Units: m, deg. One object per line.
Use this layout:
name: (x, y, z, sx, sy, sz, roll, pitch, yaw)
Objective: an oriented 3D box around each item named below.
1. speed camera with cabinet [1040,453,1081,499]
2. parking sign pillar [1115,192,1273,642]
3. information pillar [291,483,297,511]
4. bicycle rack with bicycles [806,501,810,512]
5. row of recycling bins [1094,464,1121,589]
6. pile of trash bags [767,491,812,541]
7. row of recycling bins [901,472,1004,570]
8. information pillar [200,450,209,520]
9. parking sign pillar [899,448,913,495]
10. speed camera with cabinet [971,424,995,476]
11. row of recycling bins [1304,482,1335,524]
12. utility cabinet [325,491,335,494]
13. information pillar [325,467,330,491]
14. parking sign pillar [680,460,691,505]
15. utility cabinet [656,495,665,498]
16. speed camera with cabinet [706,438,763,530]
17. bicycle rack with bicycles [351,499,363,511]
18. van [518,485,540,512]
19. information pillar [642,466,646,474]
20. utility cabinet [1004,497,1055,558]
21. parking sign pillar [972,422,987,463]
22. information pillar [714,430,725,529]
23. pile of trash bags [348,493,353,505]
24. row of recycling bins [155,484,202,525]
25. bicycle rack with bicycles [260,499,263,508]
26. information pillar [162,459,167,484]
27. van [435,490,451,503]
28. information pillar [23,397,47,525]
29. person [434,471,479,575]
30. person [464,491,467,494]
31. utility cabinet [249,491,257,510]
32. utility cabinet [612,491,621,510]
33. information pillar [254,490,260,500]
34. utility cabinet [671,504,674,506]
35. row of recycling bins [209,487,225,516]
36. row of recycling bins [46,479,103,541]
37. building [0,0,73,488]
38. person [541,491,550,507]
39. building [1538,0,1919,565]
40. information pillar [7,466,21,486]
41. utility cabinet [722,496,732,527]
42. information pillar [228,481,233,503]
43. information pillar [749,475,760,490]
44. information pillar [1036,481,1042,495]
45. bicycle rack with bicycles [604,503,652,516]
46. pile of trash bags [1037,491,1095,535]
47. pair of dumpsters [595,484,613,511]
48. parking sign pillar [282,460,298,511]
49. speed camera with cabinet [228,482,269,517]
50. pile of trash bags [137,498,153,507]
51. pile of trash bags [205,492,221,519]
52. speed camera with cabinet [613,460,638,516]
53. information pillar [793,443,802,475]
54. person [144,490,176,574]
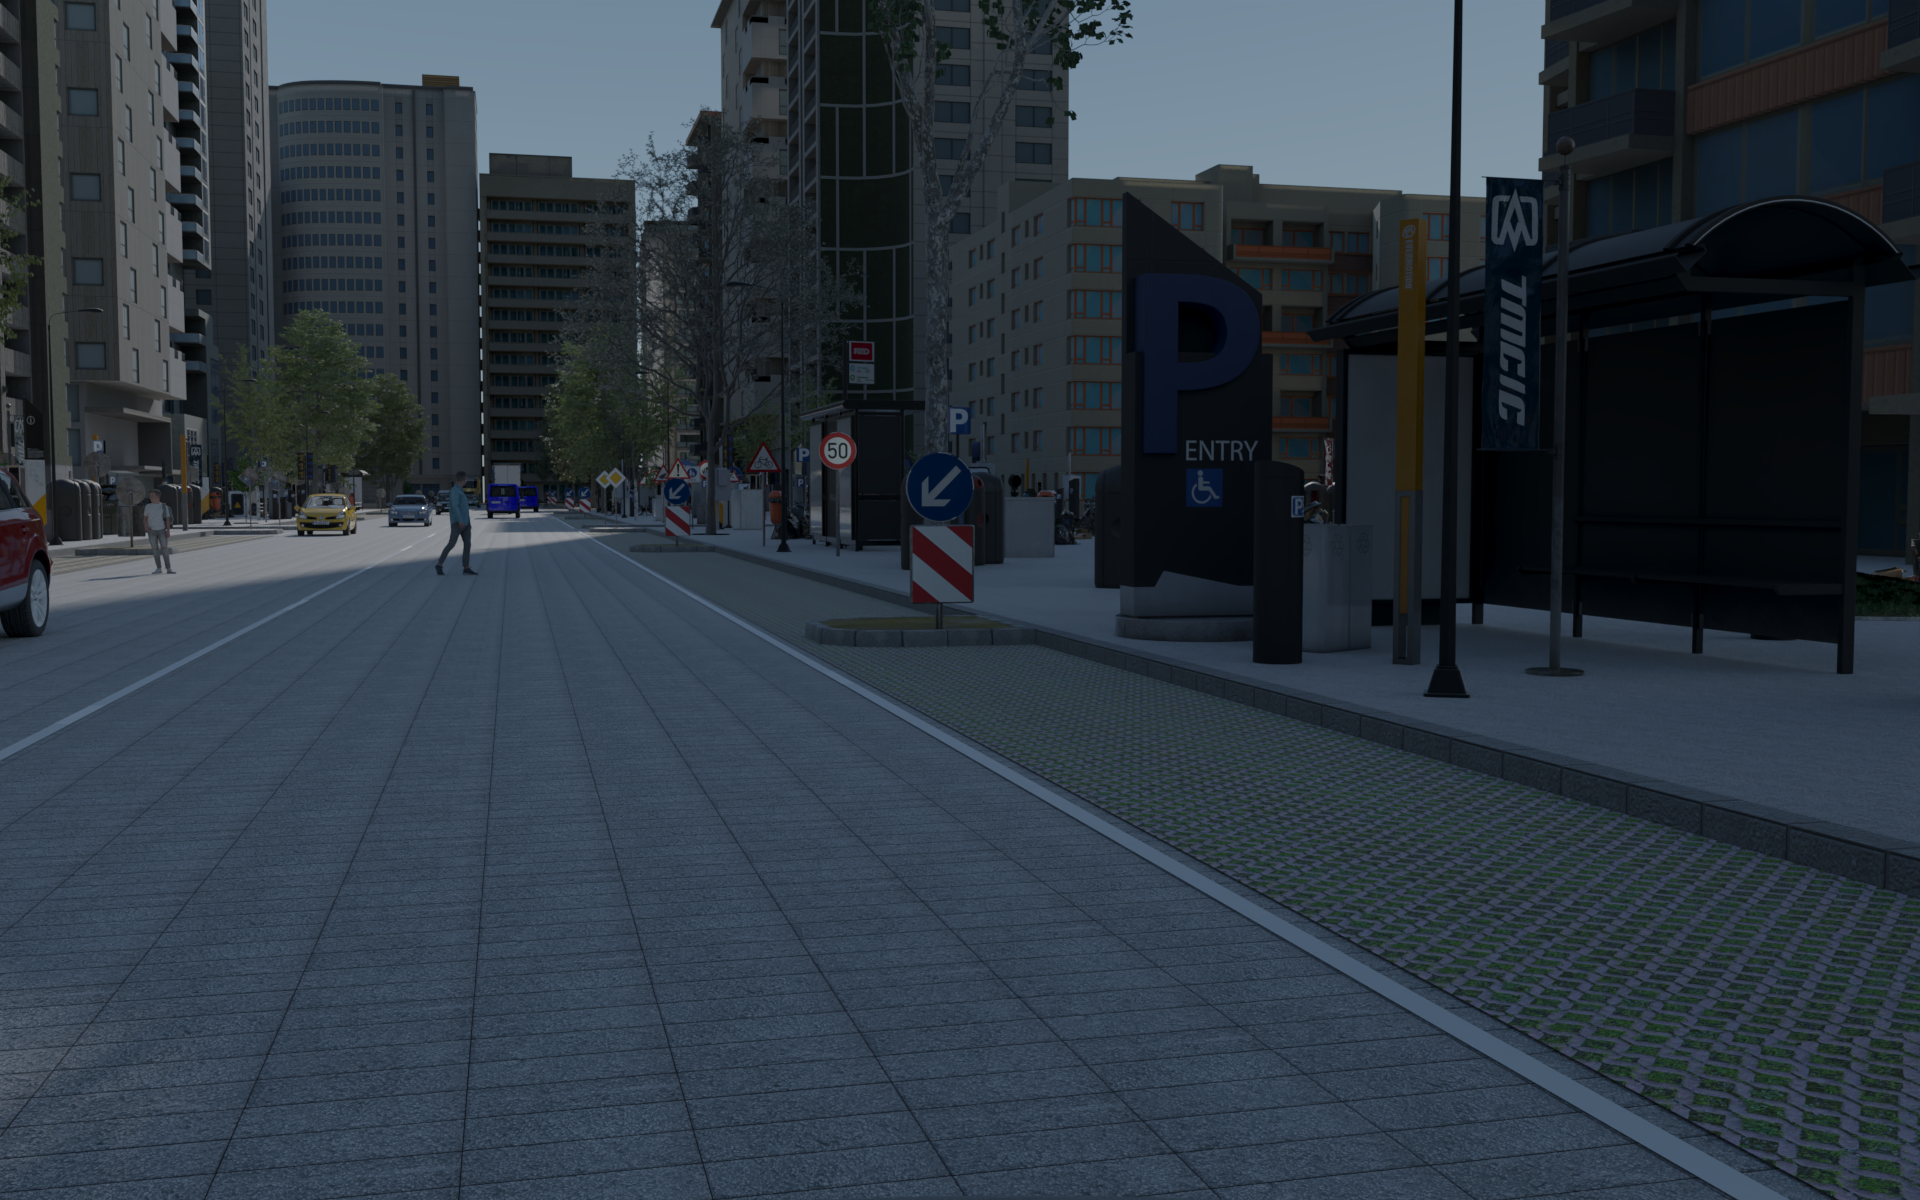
speed camera with cabinet: (4.778, -5.383, 82.340, 2.038, 3.252, 0.660, -2, 4, -35)
parking sign pillar: (2.131, -1.659, 15.599, 1.447, 3.967, 1.447, -1, 4, -12)
information pillar: (-46.032, -7.049, 119.747, 0.304, 2.012, 0.304, -1, 4, -16)
bicycle rack with bicycles: (-7.246, -5.012, 95.329, 2.852, 0.926, 2.925, -3, 5, -43)
row of recycling bins: (3.203, -1.076, 24.706, 3.534, 1.692, 1.069, -3, 5, -44)
pile of trash bags: (-4.530, -2.405, 49.067, 1.912, 1.369, 3.447, 1, 4, 19)
row of recycling bins: (-0.140, -1.443, 30.701, 1.069, 1.692, 3.534, 1, 4, 21)
information pillar: (-37.614, -5.799, 86.168, 0.504, 3.616, 0.183, 1, 4, 18)
parking sign pillar: (-2.977, -6.530, 95.233, 1.447, 3.967, 1.447, -3, 4, -36)
speed camera with cabinet: (-0.048, -3.349, 49.098, 2.038, 3.252, 0.660, 0, 4, -2)
row of recycling bins: (13.569, -3.255, 60.334, 3.534, 1.692, 1.069, -1, 4, -17)
utility cabinet: (-51.107, -8.036, 140.067, 1.173, 1.500, 0.318, -3, 5, -43)
information pillar: (-51.397, -9.129, 140.617, 0.504, 3.616, 0.183, 1, 4, 14)
parking sign pillar: (-21.603, -9.143, 137.964, 1.447, 3.967, 1.447, -1, 4, -22)
utility cabinet: (-17.730, -5.670, 103.862, 1.020, 1.237, 0.306, -1, 4, -15)
speed camera with cabinet: (-8.055, -4.133, 61.907, 2.038, 3.252, 0.660, -3, 5, -40)
bicycle rack with bicycles: (-46.920, -7.240, 131.760, 2.852, 0.926, 2.925, 1, 4, 10)
van: (-34.698, -8.191, 138.299, 2.240, 2.365, 5.245, -1, 4, -16)
information pillar: (-26.331, -9.347, 144.183, 0.183, 3.616, 0.504, 2, 4, 27)
utility cabinet: (1.387, -1.459, 35.019, 1.020, 1.237, 0.306, 0, 4, -4)
parking sign pillar: (0.739, -4.624, 64.079, 1.447, 3.967, 1.447, 0, 4, 7)
information pillar: (-8.820, -4.374, 62.868, 0.504, 3.616, 0.183, 0, 4, -3)
pile of trash bags: (-46.477, -7.274, 128.684, 1.912, 1.369, 3.447, 2, 4, 32)
row of recycling bins: (-32.839, -4.011, 72.698, 1.069, 1.692, 3.534, 0, 4, -4)
bicycle rack with bicycles: (-47.863, -6.626, 121.713, 2.852, 0.926, 2.925, 0, 4, -3)
information pillar: (-53.349, -7.633, 116.160, 0.504, 3.616, 0.183, 3, 5, 44)
van: (-50.769, -10.018, 170.801, 2.013, 2.044, 4.112, -1, 4, -16)
information pillar: (-22.382, -3.090, 41.881, 0.183, 3.616, 0.504, 2, 4, 26)
person: (-8.889, -1.360, 30.595, 0.748, 1.841, 0.638, 1, 4, 10)
person: (-55.078, -11.287, 193.184, 0.705, 1.807, 1.348, 3, 4, 36)
utility cabinet: (-47.722, -6.591, 116.439, 1.173, 1.500, 0.318, 1, 4, 21)
utility cabinet: (-23.592, -6.836, 120.449, 1.173, 1.500, 0.318, -3, 4, -36)
information pillar: (-54.540, -7.941, 134.332, 0.304, 2.012, 0.304, 0, 4, 3)
utility cabinet: (-15.081, -5.049, 91.226, 0.318, 1.500, 1.173, 0, 4, -5)
row of recycling bins: (-44.022, -5.773, 101.497, 1.069, 1.692, 3.534, 1, 4, 22)
row of recycling bins: (-24.732, -2.531, 48.496, 1.069, 1.692, 3.534, -1, 4, -15)
building: (-55.645, -19.439, 89.523, 14.160, 30.474, 14.107, -1, 4, -14)
person: (-45.167, -11.003, 189.115, 1.217, 1.743, 0.721, -3, 5, -42)
building: (25.449, -23.351, 36.412, 22.147, 44.769, 28.867, -1, 4, -14)
information pillar: (-24.688, -2.492, 45.243, 0.304, 2.012, 0.304, -2, 4, -29)
utility cabinet: (-9.772, -3.908, 75.065, 1.020, 1.237, 0.306, 0, 4, -7)
information pillar: (-40.755, -5.641, 96.727, 0.304, 2.012, 0.304, -1, 4, -16)
information pillar: (-7.751, -3.727, 65.421, 0.304, 2.012, 0.304, 1, 4, 19)
information pillar: (4.565, -5.832, 99.849, 0.304, 2.012, 0.304, 0, 4, -8)
bicycle rack with bicycles: (-19.776, -5.533, 103.844, 2.925, 0.926, 2.852, 0, 4, -6)
pile of trash bags: (4.088, -2.724, 54.287, 3.447, 1.369, 1.912, 0, 4, 0)
pair of dumpsters: (-26.381, -7.759, 129.351, 1.574, 2.255, 4.437, -1, 4, -14)
parking sign pillar: (-51.667, -8.852, 133.201, 1.447, 3.967, 1.447, -3, 5, -44)
speed camera with cabinet: (-39.322, -6.201, 95.721, 2.038, 3.252, 0.660, -1, 4, -18)
pile of trash bags: (-48.797, -5.750, 103.766, 3.447, 1.369, 1.912, 0, 4, -5)
pile of trash bags: (-39.300, -4.865, 89.294, 1.912, 1.369, 3.447, 1, 4, 12)
speed camera with cabinet: (-19.324, -6.467, 100.064, 0.660, 3.252, 2.038, 1, 4, 16)
information pillar: (-7.419, -5.376, 79.247, 0.183, 3.616, 0.504, 3, 4, 36)
person: (-14.402, -1.229, 31.190, 0.503, 1.515, 0.523, -3, 5, -41)
